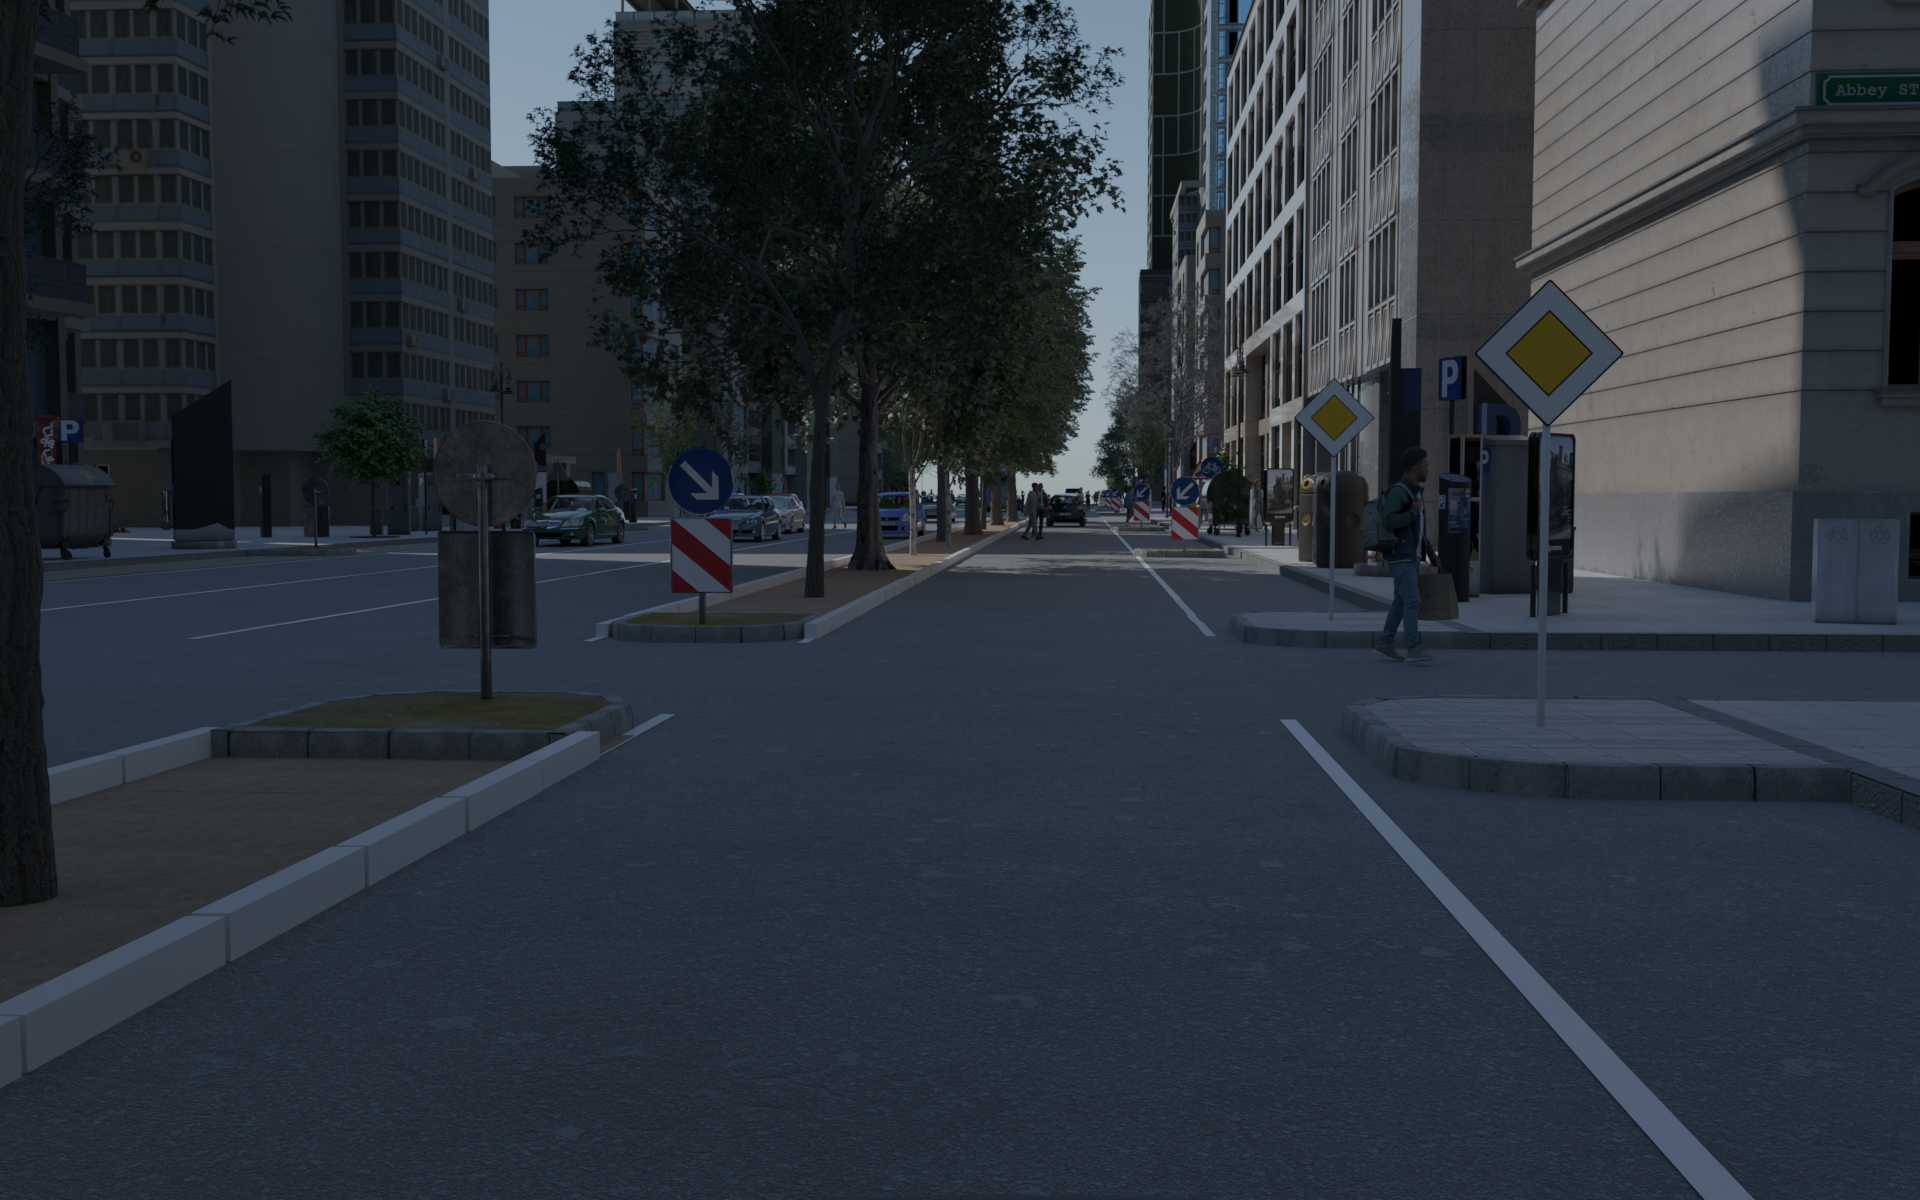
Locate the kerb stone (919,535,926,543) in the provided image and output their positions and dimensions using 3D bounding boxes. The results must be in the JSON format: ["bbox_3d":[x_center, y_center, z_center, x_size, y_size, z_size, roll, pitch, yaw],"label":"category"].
[{"bbox_3d":[-1.192,-1.793,51.512,0.120,0.150,1.000,0,4,4],"label":"kerb stone"}]

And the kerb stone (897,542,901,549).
[{"bbox_3d":[-1.692,-1.355,44.355,0.120,0.150,1.000,0,4,4],"label":"kerb stone"}]

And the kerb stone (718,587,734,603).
[{"bbox_3d":[-3.181,-0.039,22.880,0.120,0.150,1.000,0,4,4],"label":"kerb stone"}]

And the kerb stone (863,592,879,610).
[{"bbox_3d":[-1.159,0.033,21.659,0.120,0.150,1.000,0,4,4],"label":"kerb stone"}]

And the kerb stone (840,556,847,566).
[{"bbox_3d":[-2.407,-0.730,34.124,0.120,0.150,1.000,0,4,4],"label":"kerb stone"}]

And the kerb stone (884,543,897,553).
[{"bbox_3d":[-1.761,-1.293,43.333,0.120,0.150,1.000,0,4,4],"label":"kerb stone"}]

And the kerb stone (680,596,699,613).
[{"bbox_3d":[-3.318,0.084,20.836,0.120,0.150,1.000,0,4,4],"label":"kerb stone"}]

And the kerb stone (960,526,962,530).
[{"bbox_3d":[-0.133,-2.731,66.854,0.120,0.150,1.000,0,4,4],"label":"kerb stone"}]

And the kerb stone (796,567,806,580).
[{"bbox_3d":[-2.752,-0.417,29.013,0.120,0.150,1.000,0,4,4],"label":"kerb stone"}]

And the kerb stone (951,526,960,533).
[{"bbox_3d":[-0.204,-2.662,65.834,0.120,0.150,1.000,0,4,4],"label":"kerb stone"}]

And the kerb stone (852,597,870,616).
[{"bbox_3d":[-1.228,0.095,20.639,0.120,0.150,1.000,0,4,4],"label":"kerb stone"}]

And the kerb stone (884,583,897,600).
[{"bbox_3d":[-1.013,-0.092,23.697,0.120,0.150,1.000,0,4,4],"label":"kerb stone"}]

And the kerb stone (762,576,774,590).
[{"bbox_3d":[-2.969,-0.229,25.955,0.120,0.150,1.000,0,4,4],"label":"kerb stone"}]

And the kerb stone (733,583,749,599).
[{"bbox_3d":[-3.107,-0.103,23.908,0.120,0.150,1.000,0,4,4],"label":"kerb stone"}]

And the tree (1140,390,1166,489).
[{"bbox_3d":[18.275,-16.234,182.438,9.611,12.733,9.660,0,3,0],"label":"tree"}]

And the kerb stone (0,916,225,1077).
[{"bbox_3d":[-2.333,1.069,4.783,0.120,0.150,1.000,0,4,4],"label":"kerb stone"}]

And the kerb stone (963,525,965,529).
[{"bbox_3d":[0.007,-2.857,68.904,0.120,0.150,1.000,0,4,4],"label":"kerb stone"}]

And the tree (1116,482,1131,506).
[{"bbox_3d":[19.192,-12.921,205.851,1.663,3.219,1.824,0,3,0],"label":"tree"}]

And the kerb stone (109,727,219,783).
[{"bbox_3d":[-4.135,0.805,9.031,0.120,0.150,1.000,0,4,4],"label":"kerb stone"}]

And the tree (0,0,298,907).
[{"bbox_3d":[-3.374,-4.193,5.433,8.767,10.594,7.601,0,4,4],"label":"tree"}]

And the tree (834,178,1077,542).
[{"bbox_3d":[-0.439,-7.988,51.192,7.486,12.596,7.792,0,3,0],"label":"tree"}]

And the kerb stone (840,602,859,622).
[{"bbox_3d":[-1.300,0.161,19.618,0.120,0.150,1.000,0,4,4],"label":"kerb stone"}]

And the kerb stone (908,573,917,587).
[{"bbox_3d":[-0.805,-0.273,26.761,0.120,0.150,1.000,0,4,4],"label":"kerb stone"}]

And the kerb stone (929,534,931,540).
[{"bbox_3d":[-1.066,-1.916,53.561,0.120,0.150,1.000,0,4,4],"label":"kerb stone"}]

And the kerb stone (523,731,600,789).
[{"bbox_3d":[-2.045,0.817,8.884,0.120,0.150,1.000,0,4,4],"label":"kerb stone"}]

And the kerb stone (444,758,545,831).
[{"bbox_3d":[-2.109,0.877,7.853,0.120,0.150,1.000,0,4,4],"label":"kerb stone"}]

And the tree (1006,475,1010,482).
[{"bbox_3d":[-0.294,-5.636,44.964,4.360,8.622,3.978,0,3,0],"label":"tree"}]

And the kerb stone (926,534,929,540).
[{"bbox_3d":[-1.126,-1.856,52.540,0.120,0.150,1.000,0,4,4],"label":"kerb stone"}]

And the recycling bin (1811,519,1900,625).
[{"bbox_3d":[8.980,-0.296,17.388,0.722,1.027,0.722,1,4,23],"label":"recycling bin"}]

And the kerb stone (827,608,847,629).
[{"bbox_3d":[-1.370,0.220,18.598,0.120,0.150,1.000,0,4,4],"label":"kerb stone"}]

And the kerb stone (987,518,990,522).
[{"bbox_3d":[1.572,-4.231,91.383,0.120,0.150,1.000,0,4,4],"label":"kerb stone"}]

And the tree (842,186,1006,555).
[{"bbox_3d":[-1.093,-5.320,39.803,4.360,8.622,3.978,0,3,0],"label":"tree"}]

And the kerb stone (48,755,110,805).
[{"bbox_3d":[-4.208,0.868,8.010,0.120,0.150,1.000,0,4,4],"label":"kerb stone"}]

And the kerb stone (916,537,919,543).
[{"bbox_3d":[-1.341,-1.666,49.473,0.120,0.150,1.000,0,4,4],"label":"kerb stone"}]

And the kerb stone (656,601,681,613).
[{"bbox_3d":[-3.400,0.146,19.817,0.120,0.150,1.000,0,4,4],"label":"kerb stone"}]

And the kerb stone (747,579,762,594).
[{"bbox_3d":[-3.039,-0.167,24.931,0.120,0.150,1.000,0,4,4],"label":"kerb stone"}]

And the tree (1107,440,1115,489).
[{"bbox_3d":[15.852,-12.893,161.154,4.360,8.622,3.978,0,3,0],"label":"tree"}]

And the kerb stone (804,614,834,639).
[{"bbox_3d":[-1.440,0.283,17.579,0.120,0.150,1.000,0,4,4],"label":"kerb stone"}]

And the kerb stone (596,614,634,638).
[{"bbox_3d":[-3.538,0.283,17.767,0.120,0.150,1.000,0,4,4],"label":"kerb stone"}]

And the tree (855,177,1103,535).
[{"bbox_3d":[0.464,-9.220,59.862,9.857,13.997,8.962,0,3,0],"label":"tree"}]

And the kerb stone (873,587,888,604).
[{"bbox_3d":[-1.093,-0.029,22.678,0.120,0.150,1.000,0,4,4],"label":"kerb stone"}]

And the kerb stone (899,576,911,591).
[{"bbox_3d":[-0.881,-0.217,25.741,0.120,0.150,1.000,0,4,4],"label":"kerb stone"}]

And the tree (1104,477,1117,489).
[{"bbox_3d":[22.057,-16.004,245.376,4.285,4.588,4.351,0,3,0],"label":"tree"}]

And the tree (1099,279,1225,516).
[{"bbox_3d":[12.421,-11.551,99.226,12.009,13.543,11.850,0,3,0],"label":"tree"}]

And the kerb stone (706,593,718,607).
[{"bbox_3d":[-3.248,0.025,21.860,0.120,0.150,1.000,0,4,4],"label":"kerb stone"}]

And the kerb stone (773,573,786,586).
[{"bbox_3d":[-2.899,-0.292,26.975,0.120,0.150,1.000,0,4,4],"label":"kerb stone"}]

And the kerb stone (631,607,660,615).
[{"bbox_3d":[-3.459,0.208,18.788,0.120,0.150,1.000,0,4,4],"label":"kerb stone"}]

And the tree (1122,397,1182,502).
[{"bbox_3d":[13.309,-10.371,119.932,4.737,8.622,4.395,0,3,0],"label":"tree"}]

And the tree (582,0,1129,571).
[{"bbox_3d":[-1.717,-6.895,32.194,9.611,12.733,9.660,0,3,0],"label":"tree"}]

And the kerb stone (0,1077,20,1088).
[{"bbox_3d":[-2.402,1.127,3.763,0.120,0.150,1.000,0,4,4],"label":"kerb stone"}]

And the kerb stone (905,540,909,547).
[{"bbox_3d":[-1.555,-1.473,46.408,0.120,0.150,1.000,0,4,4],"label":"kerb stone"}]

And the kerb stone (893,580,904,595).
[{"bbox_3d":[-0.939,-0.154,24.721,0.120,0.150,1.000,0,4,4],"label":"kerb stone"}]

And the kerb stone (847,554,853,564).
[{"bbox_3d":[-2.327,-0.792,35.144,0.120,0.150,1.000,0,4,4],"label":"kerb stone"}]

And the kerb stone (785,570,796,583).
[{"bbox_3d":[-2.829,-0.355,27.994,0.120,0.150,1.000,0,4,4],"label":"kerb stone"}]

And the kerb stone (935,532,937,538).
[{"bbox_3d":[-0.917,-2.039,55.606,0.120,0.150,1.000,0,4,4],"label":"kerb stone"}]

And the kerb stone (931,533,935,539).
[{"bbox_3d":[-0.984,-1.981,54.579,0.120,0.150,1.000,0,4,4],"label":"kerb stone"}]

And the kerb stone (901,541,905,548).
[{"bbox_3d":[-1.622,-1.418,45.382,0.120,0.150,1.000,0,4,4],"label":"kerb stone"}]

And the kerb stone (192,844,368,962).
[{"bbox_3d":[-2.259,1.003,5.803,0.120,0.150,1.000,0,4,4],"label":"kerb stone"}]

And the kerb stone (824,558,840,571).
[{"bbox_3d":[-2.472,-0.663,33.102,0.120,0.150,1.000,0,4,4],"label":"kerb stone"}]

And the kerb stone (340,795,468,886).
[{"bbox_3d":[-2.184,0.940,6.823,0.120,0.150,1.000,0,4,4],"label":"kerb stone"}]
